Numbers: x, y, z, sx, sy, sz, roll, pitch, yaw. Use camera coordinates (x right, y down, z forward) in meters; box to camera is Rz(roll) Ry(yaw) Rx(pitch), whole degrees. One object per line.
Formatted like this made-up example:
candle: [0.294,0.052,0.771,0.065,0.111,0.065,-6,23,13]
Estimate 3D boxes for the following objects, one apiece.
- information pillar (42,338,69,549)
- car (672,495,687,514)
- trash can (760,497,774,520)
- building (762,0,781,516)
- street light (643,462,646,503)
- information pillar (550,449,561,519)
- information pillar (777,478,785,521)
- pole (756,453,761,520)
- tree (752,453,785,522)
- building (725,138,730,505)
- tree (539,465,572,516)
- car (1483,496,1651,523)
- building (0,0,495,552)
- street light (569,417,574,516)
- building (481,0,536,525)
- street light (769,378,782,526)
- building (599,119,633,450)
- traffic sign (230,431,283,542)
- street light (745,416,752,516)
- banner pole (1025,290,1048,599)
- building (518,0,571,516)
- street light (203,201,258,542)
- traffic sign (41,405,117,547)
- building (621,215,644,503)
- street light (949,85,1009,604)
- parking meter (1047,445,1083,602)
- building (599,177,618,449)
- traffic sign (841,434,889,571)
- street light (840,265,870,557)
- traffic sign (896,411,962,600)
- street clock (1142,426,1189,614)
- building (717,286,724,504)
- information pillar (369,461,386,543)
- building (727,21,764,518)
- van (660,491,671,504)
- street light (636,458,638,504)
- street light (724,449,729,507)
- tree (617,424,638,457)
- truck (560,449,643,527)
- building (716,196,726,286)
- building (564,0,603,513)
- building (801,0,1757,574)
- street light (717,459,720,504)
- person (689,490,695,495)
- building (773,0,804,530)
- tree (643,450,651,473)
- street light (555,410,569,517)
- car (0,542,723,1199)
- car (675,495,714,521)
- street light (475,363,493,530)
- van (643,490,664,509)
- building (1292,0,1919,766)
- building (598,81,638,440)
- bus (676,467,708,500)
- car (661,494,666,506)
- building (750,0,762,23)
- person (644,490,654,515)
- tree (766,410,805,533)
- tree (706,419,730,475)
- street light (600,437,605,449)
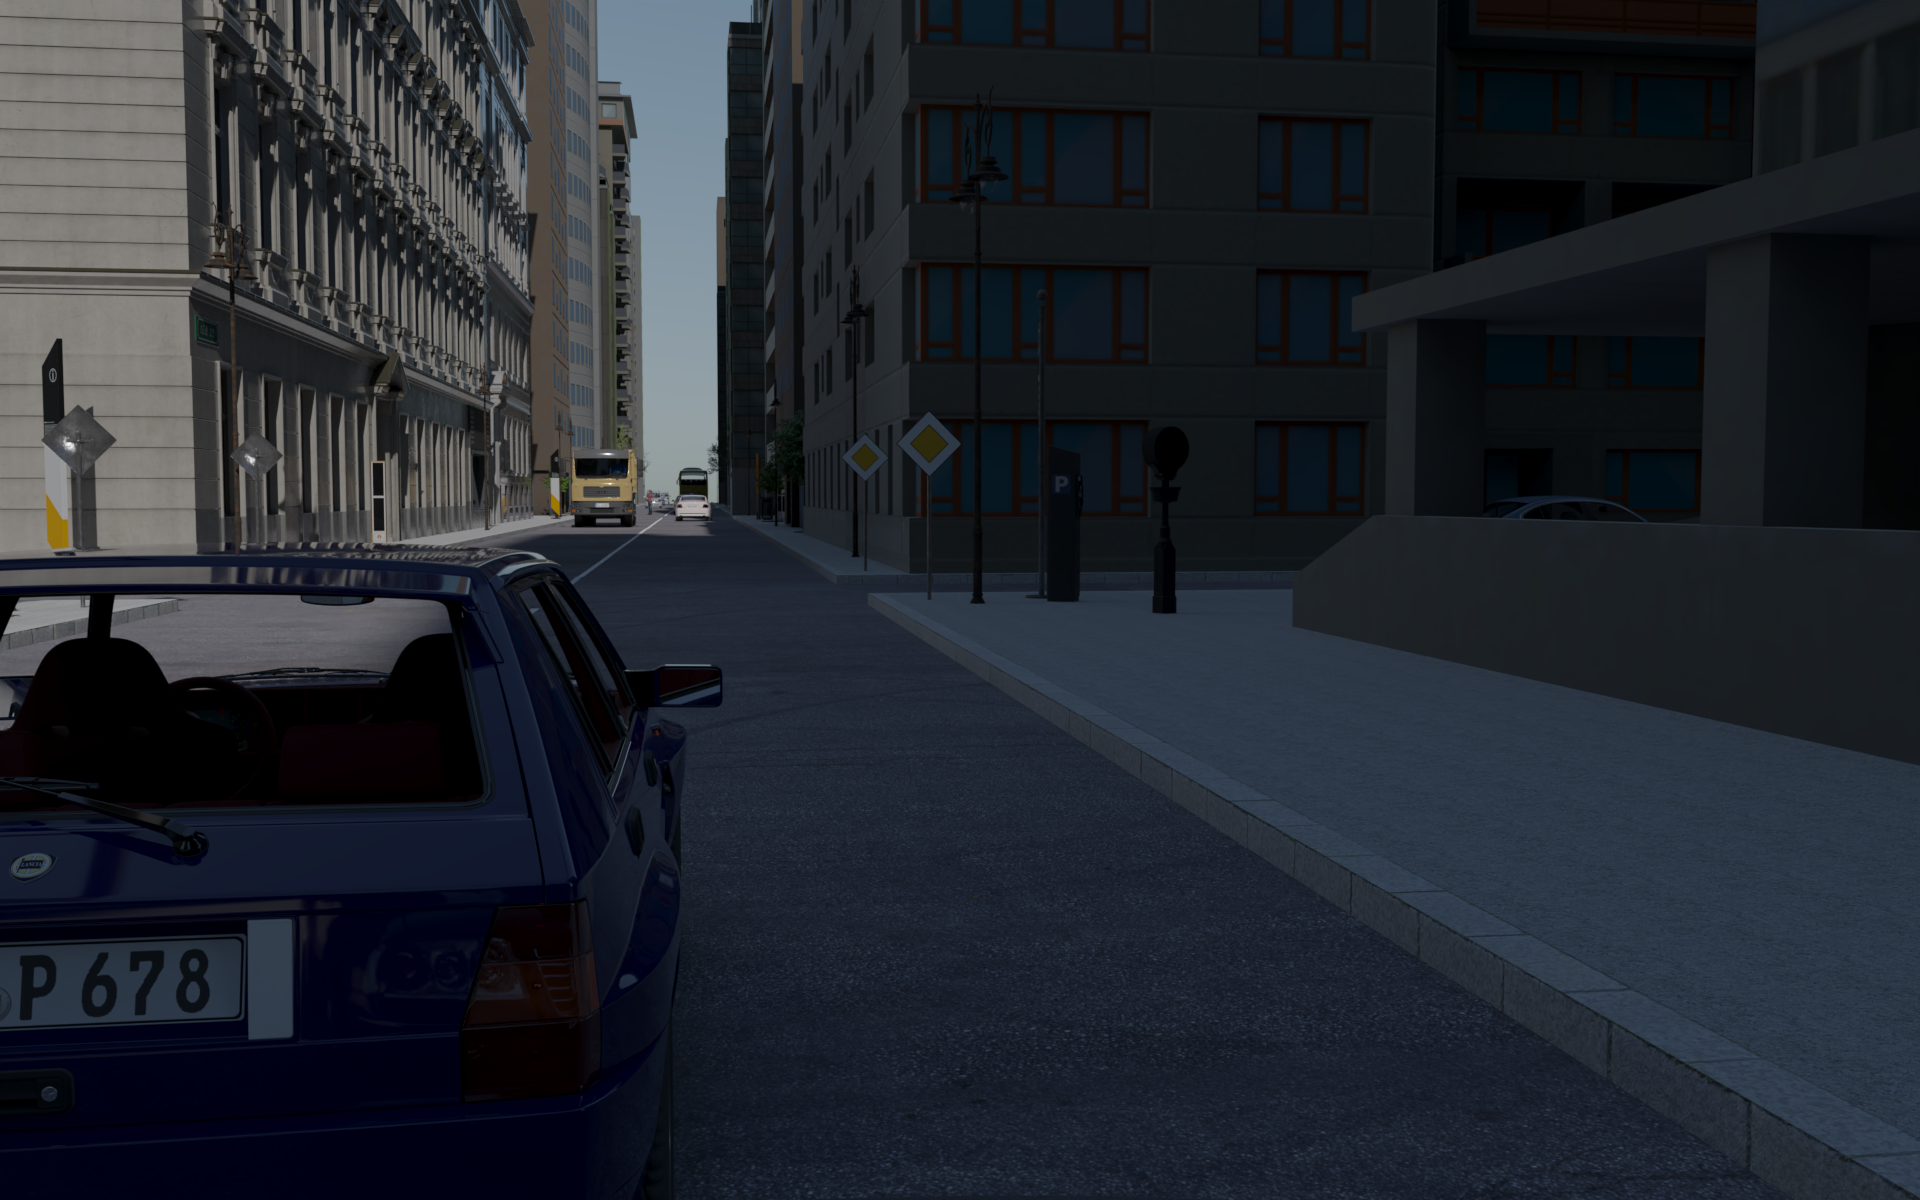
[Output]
information pillar: [-13.676,-2.131,26.196,0.504,3.616,0.183,2,4,35]
car: [-19.829,-6.915,125.421,2.083,1.381,4.827,-1,4,-10]
trash can: [-9.554,-4.539,85.861,0.748,1.137,0.748,0,3,0]
building: [0.474,-28.739,93.583,21.300,48.544,21.600,-1,4,-9]
street light: [-46.104,-17.150,253.186,0.468,5.910,1.993,-1,4,-9]
information pillar: [-20.814,-5.975,89.040,0.183,3.616,0.504,3,5,39]
information pillar: [-8.371,-4.703,81.387,0.304,2.012,0.304,3,5,40]
pole: [-10.136,-5.702,87.067,0.158,3.312,0.155,0,3,0]
tree: [-8.762,-5.201,79.632,1.663,3.219,1.824,0,3,0]
building: [-20.320,-31.751,202.723,14.154,41.232,14.086,-1,4,-9]
tree: [-23.142,-6.443,99.937,1.663,3.219,1.824,0,3,0]
car: [8.957,-0.795,24.994,4.499,1.417,2.014,-1,4,-9]
building: [-23.416,-16.561,47.180,17.030,29.872,44.131,-1,4,-9]
street light: [-23.228,-7.992,103.462,0.468,5.910,1.993,-1,4,-9]
building: [-26.971,-17.933,79.109,13.634,28.700,20.117,-1,4,-9]
street light: [-7.334,-5.881,68.935,0.468,5.910,1.993,-1,4,-9]
building: [-48.848,-33.172,196.983,22.147,44.769,28.867,-1,4,-9]
traffic sign: [-11.118,-1.454,27.414,0.795,2.450,0.064,-1,4,-9]
street light: [-12.539,-7.952,102.801,0.468,5.910,1.993,-1,4,-9]
banner pole: [1.001,-1.928,21.539,0.401,3.779,0.863,0,4,-2]
building: [-32.045,-27.990,107.744,14.600,45.320,14.200,-1,4,-9]
street light: [-11.614,-3.360,27.727,0.468,5.910,1.993,-1,4,-9]
traffic sign: [-9.912,-0.971,19.520,0.795,2.450,0.064,-1,4,-9]
building: [-52.442,-34.409,246.176,14.154,41.232,14.086,-1,4,-9]
street light: [0.207,-2.897,20.147,0.468,5.910,1.993,-1,4,-9]
parking meter: [1.252,-0.914,20.663,0.399,1.863,0.255,1,4,17]
building: [-40.051,-24.017,164.374,14.160,30.474,14.107,-1,4,-9]
traffic sign: [-1.581,-1.541,28.845,0.795,2.450,0.064,-1,4,-9]
street light: [-2.127,-3.810,35.084,0.468,5.910,1.993,-1,4,-9]
traffic sign: [-0.375,-1.059,20.951,0.795,2.450,0.064,-1,4,-9]
street clock: [2.202,-0.858,18.598,0.471,2.002,0.358,-2,4,-31]
building: [-26.670,-28.688,240.749,14.160,30.474,14.107,-1,4,-9]
information pillar: [-12.993,-2.090,38.670,0.304,2.012,0.304,-2,4,-24]
building: [-7.791,-20.751,110.985,14.160,30.474,14.107,-1,4,-9]
van: [-43.591,-15.169,255.030,2.013,2.044,4.112,-1,4,-9]
street light: [-40.817,-15.072,219.207,0.468,5.910,1.993,-1,4,-9]
street light: [-23.979,-12.551,178.003,0.468,5.910,1.993,-1,4,-9]
tree: [-35.281,-13.953,178.497,4.737,8.622,4.395,0,3,0]
truck: [-15.719,-4.943,76.750,3.469,3.379,9.791,-1,4,-9]
building: [-28.579,-36.954,254.313,14.600,45.320,14.200,-1,4,-9]
building: [-38.130,-35.836,127.922,21.231,58.520,28.212,-1,4,-9]
building: [11.389,-12.109,43.022,28.899,21.520,27.650,-1,4,-9]
street light: [-31.530,-15.566,227.290,0.468,5.910,1.993,-1,4,-9]
person: [-18.867,-6.888,122.065,0.756,1.711,0.436,1,4,19]
building: [-0.049,-25.525,67.451,14.600,45.320,14.200,-1,4,-9]
tree: [-48.408,-18.901,259.386,4.360,8.622,3.978,0,3,0]
street light: [-21.961,-7.480,95.082,0.468,5.910,1.993,-1,4,-9]
car: [-1.540,0.515,4.162,1.945,1.354,3.894,-1,4,-9]
car: [-14.166,-4.887,92.262,2.083,1.381,4.827,0,4,-7]
street light: [-16.746,-5.402,61.115,0.468,5.910,1.993,-1,4,-9]
van: [-30.671,-10.171,173.299,2.013,2.044,4.112,-1,4,-10]
building: [20.187,-19.525,11.120,32.217,40.220,23.993,-1,4,-9]
building: [-56.399,-38.827,224.053,28.713,52.752,27.495,-1,4,-9]
bus: [-24.616,-10.274,159.520,2.896,3.916,12.252,-1,4,-10]
car: [-38.064,-12.612,218.206,2.014,1.417,4.499,-1,4,-11]
building: [-9.762,-33.331,164.577,23.786,49.044,30.456,-1,4,-9]
person: [-21.480,-6.751,119.597,0.721,1.743,1.217,-3,5,-43]
tree: [-4.785,-4.536,57.874,4.285,4.588,4.351,0,3,0]
tree: [-24.183,-15.472,187.383,7.601,10.594,8.767,2,4,30]
street light: [-28.201,-10.036,136.874,0.468,5.910,1.993,-1,4,-9]
